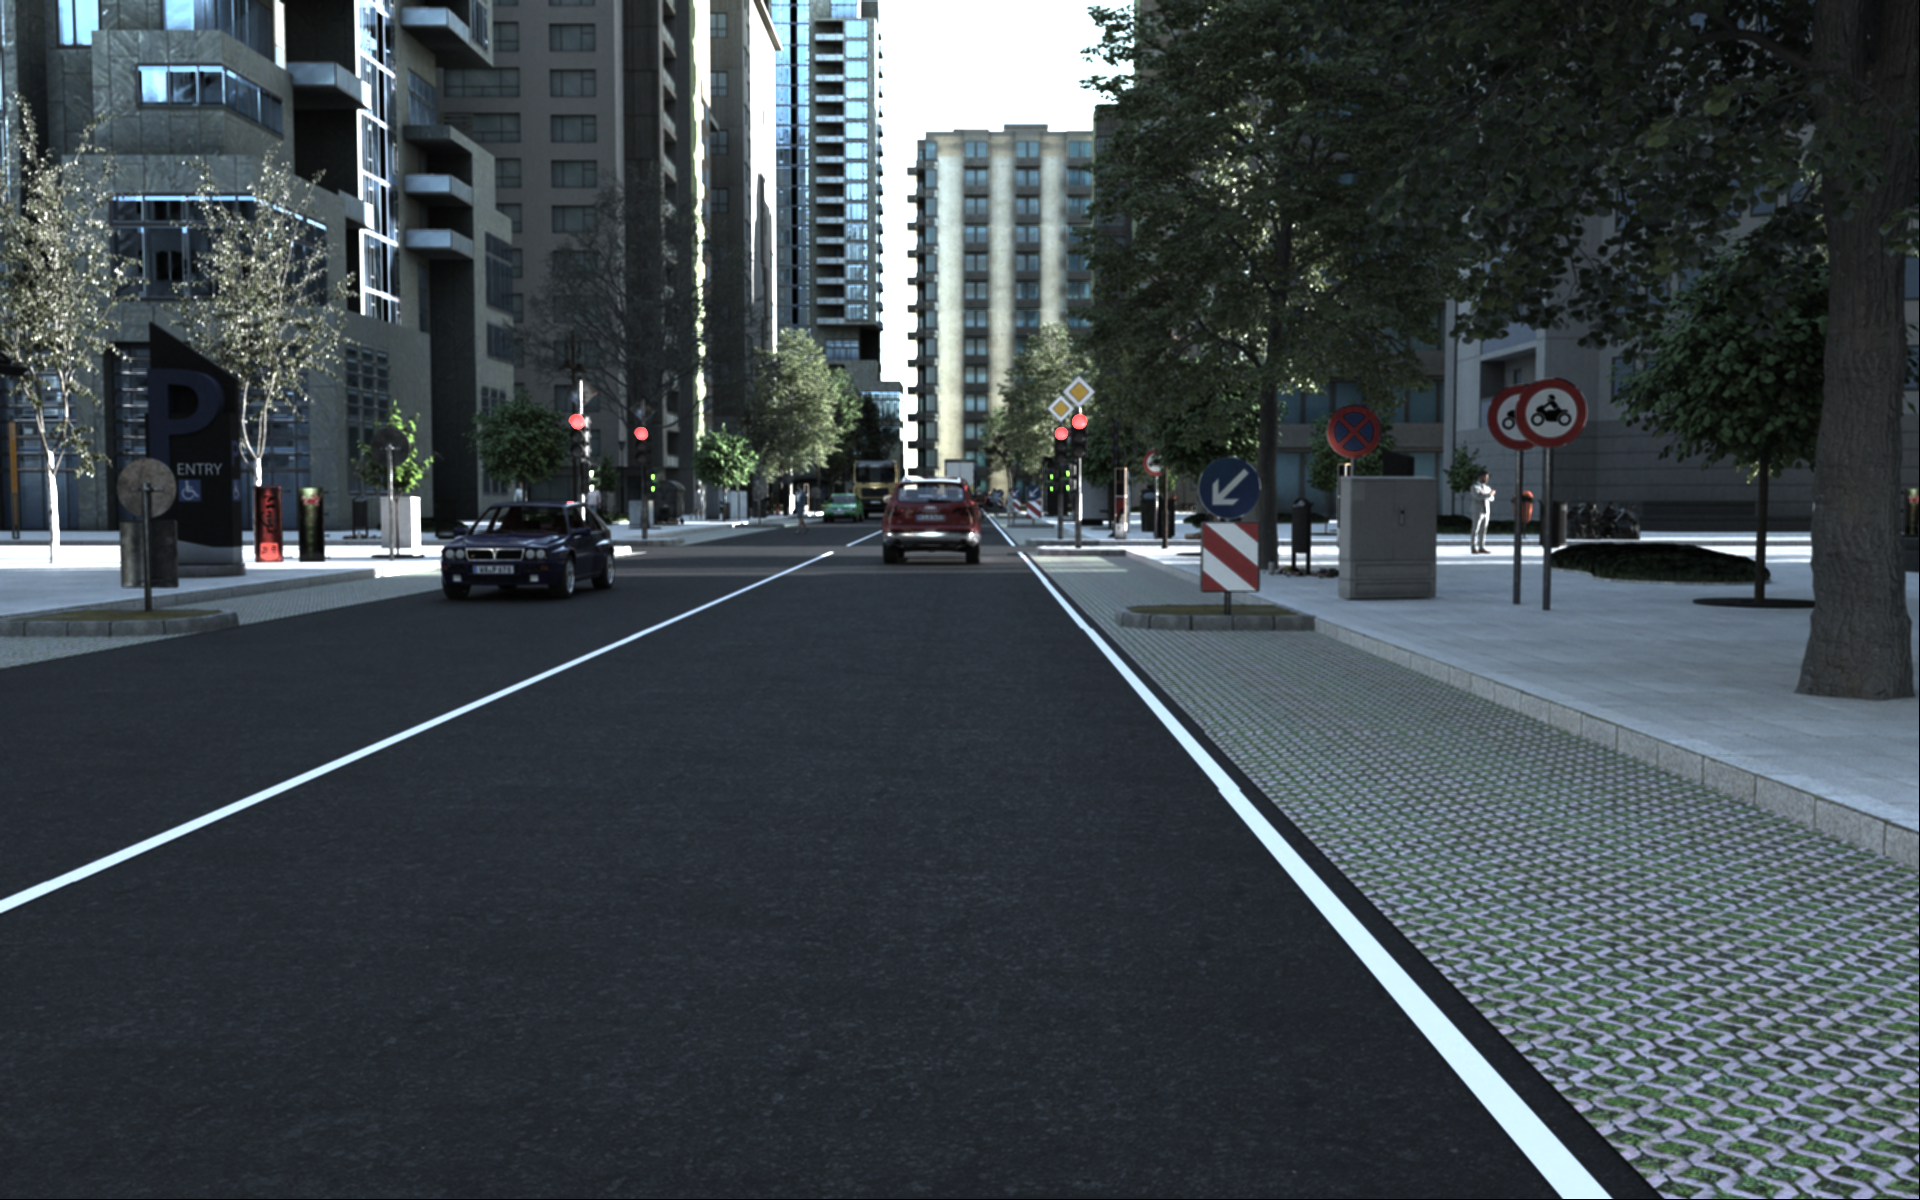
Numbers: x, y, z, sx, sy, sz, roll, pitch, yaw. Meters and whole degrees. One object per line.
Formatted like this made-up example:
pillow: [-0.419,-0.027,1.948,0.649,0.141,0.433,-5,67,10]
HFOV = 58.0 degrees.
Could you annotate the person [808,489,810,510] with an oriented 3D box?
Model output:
person: [-12.100,-8.001,137.645,1.217,1.735,0.721,0,4,7]

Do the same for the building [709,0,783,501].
building: [-33.210,-35.925,176.606,27.495,52.752,28.713,0,4,0]

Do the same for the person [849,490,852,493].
person: [-11.094,-10.187,173.314,0.721,1.743,1.217,0,4,5]

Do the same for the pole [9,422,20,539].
pole: [-26.808,-3.378,49.080,0.158,3.312,0.155,0,3,0]

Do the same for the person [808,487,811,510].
person: [-12.153,-8.167,139.583,0.705,1.822,1.348,0,4,-8]

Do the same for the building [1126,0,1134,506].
building: [24.738,-51.878,160.874,22.319,86.520,31.000,0,4,0]

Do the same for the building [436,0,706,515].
building: [-23.515,-25.740,104.445,14.154,41.232,14.086,0,4,0]

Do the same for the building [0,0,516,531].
building: [-32.478,-46.480,72.620,22.319,86.520,31.000,0,4,0]

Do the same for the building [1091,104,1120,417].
building: [20.933,-30.653,184.776,14.154,41.232,14.086,0,4,0]

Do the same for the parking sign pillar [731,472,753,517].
parking sign pillar: [-12.514,-6.776,99.263,1.447,3.967,1.447,3,5,43]

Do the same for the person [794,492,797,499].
person: [-19.353,-11.900,203.796,0.721,1.736,1.217,0,4,4]

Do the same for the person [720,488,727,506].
person: [-16.254,-6.885,118.883,0.793,1.790,0.793,0,4,7]

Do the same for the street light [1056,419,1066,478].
street light: [4.987,-6.856,84.890,0.468,5.910,1.993,0,4,0]

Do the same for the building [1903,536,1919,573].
building: [25.275,-29.081,17.474,21.231,58.520,28.212,0,4,0]

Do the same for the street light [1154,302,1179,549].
street light: [4.832,-4.151,40.649,0.468,5.910,1.993,0,4,0]

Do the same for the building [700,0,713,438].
building: [-26.765,-29.409,130.941,14.600,45.320,14.200,0,4,0]

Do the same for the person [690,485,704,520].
person: [-12.778,-4.738,84.265,0.760,1.731,0.466,-3,4,-37]

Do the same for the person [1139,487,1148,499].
person: [13.863,-7.426,127.597,1.348,1.807,0.705,0,4,2]

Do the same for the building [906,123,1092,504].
building: [8.412,-37.122,226.552,30.456,49.044,23.786,0,4,0]

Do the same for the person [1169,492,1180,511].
person: [16.148,-7.432,130.810,1.065,1.426,0.557,3,5,45]

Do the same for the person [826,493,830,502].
person: [-13.041,-9.881,170.832,0.421,1.427,0.697,0,4,-6]

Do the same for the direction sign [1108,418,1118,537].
direction sign: [4.571,-3.625,51.268,0.379,3.537,0.876,0,4,-6]

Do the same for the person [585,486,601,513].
person: [-13.058,-3.338,61.295,0.731,1.740,0.598,0,4,-4]

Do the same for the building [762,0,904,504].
building: [-22.972,-55.811,225.183,31.000,86.520,22.319,0,4,0]

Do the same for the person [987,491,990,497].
person: [3.350,-11.593,198.495,0.568,1.767,0.683,-1,4,-14]

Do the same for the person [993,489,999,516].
person: [2.260,-6.181,109.898,0.444,1.785,0.601,3,5,40]

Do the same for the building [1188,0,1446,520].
building: [25.047,-29.227,97.462,23.786,49.044,30.456,0,4,0]

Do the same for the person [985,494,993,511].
person: [2.453,-8.270,146.900,0.628,1.438,0.799,1,4,18]

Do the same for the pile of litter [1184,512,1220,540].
pile of litter: [6.902,-2.131,48.813,1.176,0.858,1.719,0,4,4]

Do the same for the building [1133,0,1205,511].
building: [20.782,-27.901,139.775,14.154,41.232,14.086,0,4,0]

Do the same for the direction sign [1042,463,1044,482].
direction sign: [5.597,-7.182,109.417,0.876,3.537,0.379,1,4,18]

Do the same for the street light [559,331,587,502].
street light: [-10.998,-4.683,49.359,0.468,5.910,1.993,0,4,0]

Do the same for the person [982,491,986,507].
person: [2.486,-10.789,185.355,0.568,1.767,0.683,2,4,28]

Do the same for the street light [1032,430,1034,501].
street light: [5.226,-9.225,123.609,0.468,5.910,1.993,0,4,0]

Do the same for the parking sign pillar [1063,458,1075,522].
parking sign pillar: [5.424,-5.563,79.419,1.447,3.967,1.447,0,4,-2]

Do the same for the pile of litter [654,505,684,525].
pile of litter: [-12.129,-3.506,71.290,1.719,0.858,1.176,0,4,2]

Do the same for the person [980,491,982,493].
person: [2.348,-10.877,187.056,0.721,1.743,1.217,2,4,33]

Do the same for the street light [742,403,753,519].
street light: [-10.782,-7.056,88.158,0.468,5.910,1.993,0,4,0]

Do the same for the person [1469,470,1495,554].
person: [11.236,-1.895,37.212,0.511,1.800,0.466,-3,5,-43]

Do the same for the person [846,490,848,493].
person: [-13.197,-11.879,200.783,1.217,1.766,0.721,-2,4,-26]

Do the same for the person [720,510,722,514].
person: [-15.391,-6.095,109.963,0.640,1.303,0.475,0,4,-7]

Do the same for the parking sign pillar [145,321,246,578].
parking sign pillar: [-11.988,-2.361,27.078,1.447,3.967,1.447,0,4,-3]

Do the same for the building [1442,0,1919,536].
building: [35.437,-32.076,66.438,28.212,58.520,21.231,0,4,0]

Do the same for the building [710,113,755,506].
building: [-34.898,-28.086,151.088,32.217,40.220,23.993,0,4,0]

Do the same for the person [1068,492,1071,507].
person: [11.225,-10.326,174.870,1.348,1.824,0.705,-2,4,-28]

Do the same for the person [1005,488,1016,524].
person: [2.295,-4.240,78.833,0.522,1.701,0.512,1,4,20]

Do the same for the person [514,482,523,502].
person: [-18.713,-4.132,73.833,0.478,1.798,0.641,0,4,2]
